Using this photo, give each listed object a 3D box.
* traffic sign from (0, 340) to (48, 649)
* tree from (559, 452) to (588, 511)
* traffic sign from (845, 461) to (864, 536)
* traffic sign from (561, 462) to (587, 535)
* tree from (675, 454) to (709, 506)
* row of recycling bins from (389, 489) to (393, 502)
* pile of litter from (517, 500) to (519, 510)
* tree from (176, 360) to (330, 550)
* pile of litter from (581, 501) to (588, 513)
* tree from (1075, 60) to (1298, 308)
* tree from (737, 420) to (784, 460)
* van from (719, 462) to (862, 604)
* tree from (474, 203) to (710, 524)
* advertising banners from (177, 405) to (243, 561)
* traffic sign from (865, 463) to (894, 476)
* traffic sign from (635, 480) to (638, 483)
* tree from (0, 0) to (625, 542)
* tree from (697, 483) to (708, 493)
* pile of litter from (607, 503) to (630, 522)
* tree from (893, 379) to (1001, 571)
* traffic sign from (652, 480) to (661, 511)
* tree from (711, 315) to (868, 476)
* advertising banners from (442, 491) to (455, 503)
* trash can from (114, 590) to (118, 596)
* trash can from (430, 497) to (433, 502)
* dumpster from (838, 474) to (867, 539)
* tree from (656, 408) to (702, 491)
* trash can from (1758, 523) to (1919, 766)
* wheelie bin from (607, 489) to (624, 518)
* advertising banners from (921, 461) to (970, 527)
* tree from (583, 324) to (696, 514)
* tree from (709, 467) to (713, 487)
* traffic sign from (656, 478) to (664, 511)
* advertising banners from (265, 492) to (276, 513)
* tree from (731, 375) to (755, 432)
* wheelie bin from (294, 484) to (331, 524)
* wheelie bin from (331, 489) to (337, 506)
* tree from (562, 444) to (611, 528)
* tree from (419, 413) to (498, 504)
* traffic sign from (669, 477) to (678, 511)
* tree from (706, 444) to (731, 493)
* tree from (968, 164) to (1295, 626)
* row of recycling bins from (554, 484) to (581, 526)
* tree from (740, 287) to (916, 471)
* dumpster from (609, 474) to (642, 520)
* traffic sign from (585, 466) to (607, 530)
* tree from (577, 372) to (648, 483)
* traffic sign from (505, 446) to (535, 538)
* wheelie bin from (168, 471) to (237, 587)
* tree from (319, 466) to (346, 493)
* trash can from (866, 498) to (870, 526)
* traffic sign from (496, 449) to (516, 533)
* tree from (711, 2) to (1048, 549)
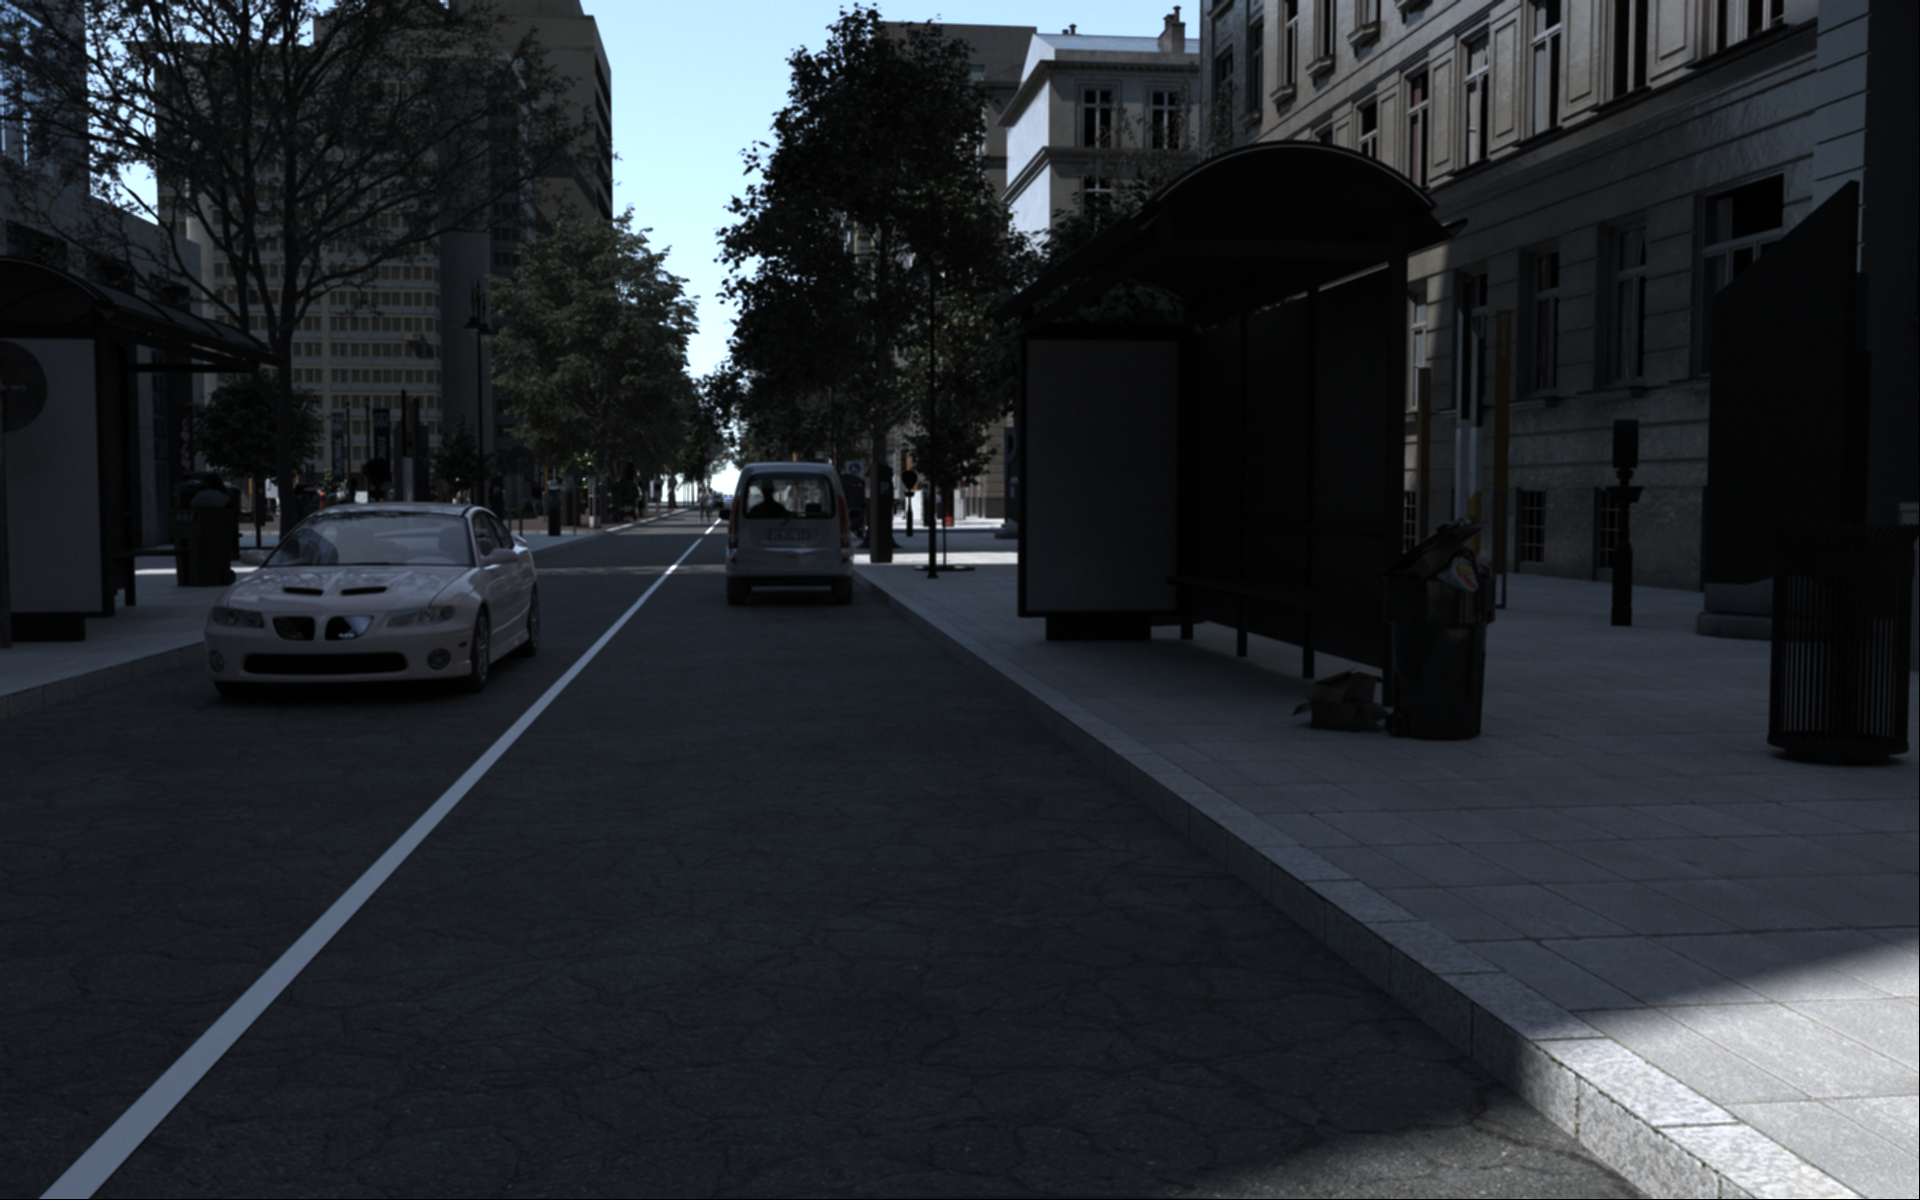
[{"bbox_3d":[-7.931,-0.870,14.324,0.768,2.556,0.104,0,4,-4],"label":"traffic sign"},{"bbox_3d":[-29.267,-9.116,132.762,4.285,4.588,4.351,0,3,0],"label":"tree"},{"bbox_3d":[-3.213,-3.110,52.980,0.606,2.300,0.079,0,4,2],"label":"traffic sign"},{"bbox_3d":[-12.068,-3.093,54.220,0.795,2.450,0.064,0,4,-7],"label":"traffic sign"},{"bbox_3d":[-29.541,-14.529,187.912,4.360,8.622,3.978,0,3,0],"label":"tree"},{"bbox_3d":[-39.893,-7.118,123.490,1.069,1.692,3.534,0,4,-4],"label":"row of recycling bins"},{"bbox_3d":[-31.017,-6.678,123.150,1.176,0.858,1.719,-2,4,-28],"label":"pile of litter"},{"bbox_3d":[-16.309,-3.465,40.374,4.285,4.588,4.351,0,3,0],"label":"tree"},{"bbox_3d":[-25.740,-6.330,117.462,1.176,0.858,1.719,-1,4,-22],"label":"pile of litter"},{"bbox_3d":[3.807,-4.906,30.578,4.360,8.622,3.978,0,3,0],"label":"tree"},{"bbox_3d":[-19.405,-15.926,178.524,7.486,12.596,7.792,0,3,0],"label":"tree"},{"bbox_3d":[-2.340,-1.033,23.901,2.013,2.044,4.112,0,4,-5],"label":"van"},{"bbox_3d":[-15.735,-10.298,75.034,9.857,13.997,8.962,0,3,0],"label":"tree"},{"bbox_3d":[-14.664,-2.300,33.794,2.074,3.025,0.090,2,4,35],"label":"advertising banners"},{"bbox_3d":[-2.396,-3.162,51.708,0.884,2.594,0.081,0,4,1],"label":"traffic sign"},{"bbox_3d":[-24.055,-7.822,127.887,0.884,2.594,0.081,0,4,1],"label":"traffic sign"},{"bbox_3d":[-10.426,-7.081,26.151,12.009,13.543,11.850,0,3,0],"label":"tree"},{"bbox_3d":[-38.987,-16.410,262.906,1.663,3.219,1.824,0,3,0],"label":"tree"},{"bbox_3d":[-15.772,-4.017,79.650,1.176,0.858,1.719,-1,4,-18],"label":"pile of litter"},{"bbox_3d":[-0.127,-2.112,29.128,1.663,3.219,1.824,0,3,0],"label":"tree"},{"bbox_3d":[-22.458,-7.713,128.235,0.606,2.300,0.079,0,4,-7],"label":"traffic sign"},{"bbox_3d":[-9.387,-11.503,98.440,12.009,13.543,11.850,0,3,0],"label":"tree"},{"bbox_3d":[-29.208,-6.323,99.568,0.090,3.025,2.074,1,4,14],"label":"advertising banners"},{"bbox_3d":[-10.490,-0.562,20.847,0.748,1.137,0.748,0,3,0],"label":"trash can"},{"bbox_3d":[-28.172,-4.880,91.441,0.748,1.137,0.748,0,3,0],"label":"trash can"},{"bbox_3d":[-3.323,-2.688,49.712,1.264,1.857,1.865,0,4,-7],"label":"dumpster"},{"bbox_3d":[-23.661,-11.795,143.217,4.737,8.622,4.395,0,3,0],"label":"tree"},{"bbox_3d":[4.251,0.201,8.366,0.748,1.137,0.748,0,3,0],"label":"trash can"},{"bbox_3d":[-17.741,-4.980,89.332,0.980,1.594,0.693,-1,4,-23],"label":"wheelie bin"},{"bbox_3d":[-0.497,-4.376,67.733,2.074,3.025,0.090,-1,4,-13],"label":"advertising banners"},{"bbox_3d":[-20.399,-11.743,110.127,7.486,12.596,7.792,0,3,0],"label":"tree"},{"bbox_3d":[-40.068,-19.548,269.973,4.360,8.622,3.978,0,3,0],"label":"tree"},{"bbox_3d":[-23.465,-8.258,135.120,0.768,2.556,0.104,0,4,-5],"label":"traffic sign"},{"bbox_3d":[-47.637,-7.586,120.218,0.090,3.025,2.074,1,4,21],"label":"advertising banners"},{"bbox_3d":[-29.688,-24.568,257.571,12.611,20.169,13.585,0,3,0],"label":"tree"},{"bbox_3d":[-19.597,-2.694,51.947,0.693,1.594,0.980,2,4,31],"label":"wheelie bin"},{"bbox_3d":[-36.784,-5.694,101.011,0.980,1.594,0.693,0,4,8],"label":"wheelie bin"},{"bbox_3d":[-14.153,-4.396,66.482,1.663,3.219,1.824,0,3,0],"label":"tree"},{"bbox_3d":[-11.835,-2.871,41.548,1.663,3.219,1.824,0,3,0],"label":"tree"},{"bbox_3d":[-22.039,-8.119,132.847,0.768,2.556,0.104,0,4,0],"label":"traffic sign"},{"bbox_3d":[-41.388,-22.029,285.923,9.928,11.665,9.643,0,3,0],"label":"tree"},{"bbox_3d":[1.809,-2.056,17.337,4.285,4.588,4.351,0,3,0],"label":"tree"},{"bbox_3d":[-16.224,-3.898,70.843,1.069,1.692,3.534,-1,4,-20],"label":"row of recycling bins"},{"bbox_3d":[-5.013,-8.471,72.916,7.601,10.594,8.767,-3,4,-36],"label":"tree"},{"bbox_3d":[-16.421,-5.042,84.937,1.502,2.255,1.985,0,4,-7],"label":"dumpster"},{"bbox_3d":[-13.055,-3.578,62.145,0.795,2.450,0.064,0,4,-7],"label":"traffic sign"},{"bbox_3d":[-18.029,-8.584,90.704,4.360,8.622,3.978,0,3,0],"label":"tree"},{"bbox_3d":[-11.567,-2.780,45.566,0.768,2.556,0.104,0,4,-6],"label":"traffic sign"},{"bbox_3d":[-10.561,-0.994,24.166,0.980,1.594,0.693,1,4,23],"label":"wheelie bin"},{"bbox_3d":[-39.269,-6.934,107.968,1.663,3.219,1.824,0,3,0],"label":"tree"},{"bbox_3d":[-3.308,-3.323,65.990,0.748,1.137,0.748,0,3,0],"label":"trash can"},{"bbox_3d":[-12.789,-2.999,49.148,0.768,2.556,0.104,0,3,0],"label":"traffic sign"},{"bbox_3d":[-1.809,-7.564,40.683,9.611,12.733,9.660,0,3,0],"label":"tree"}]
